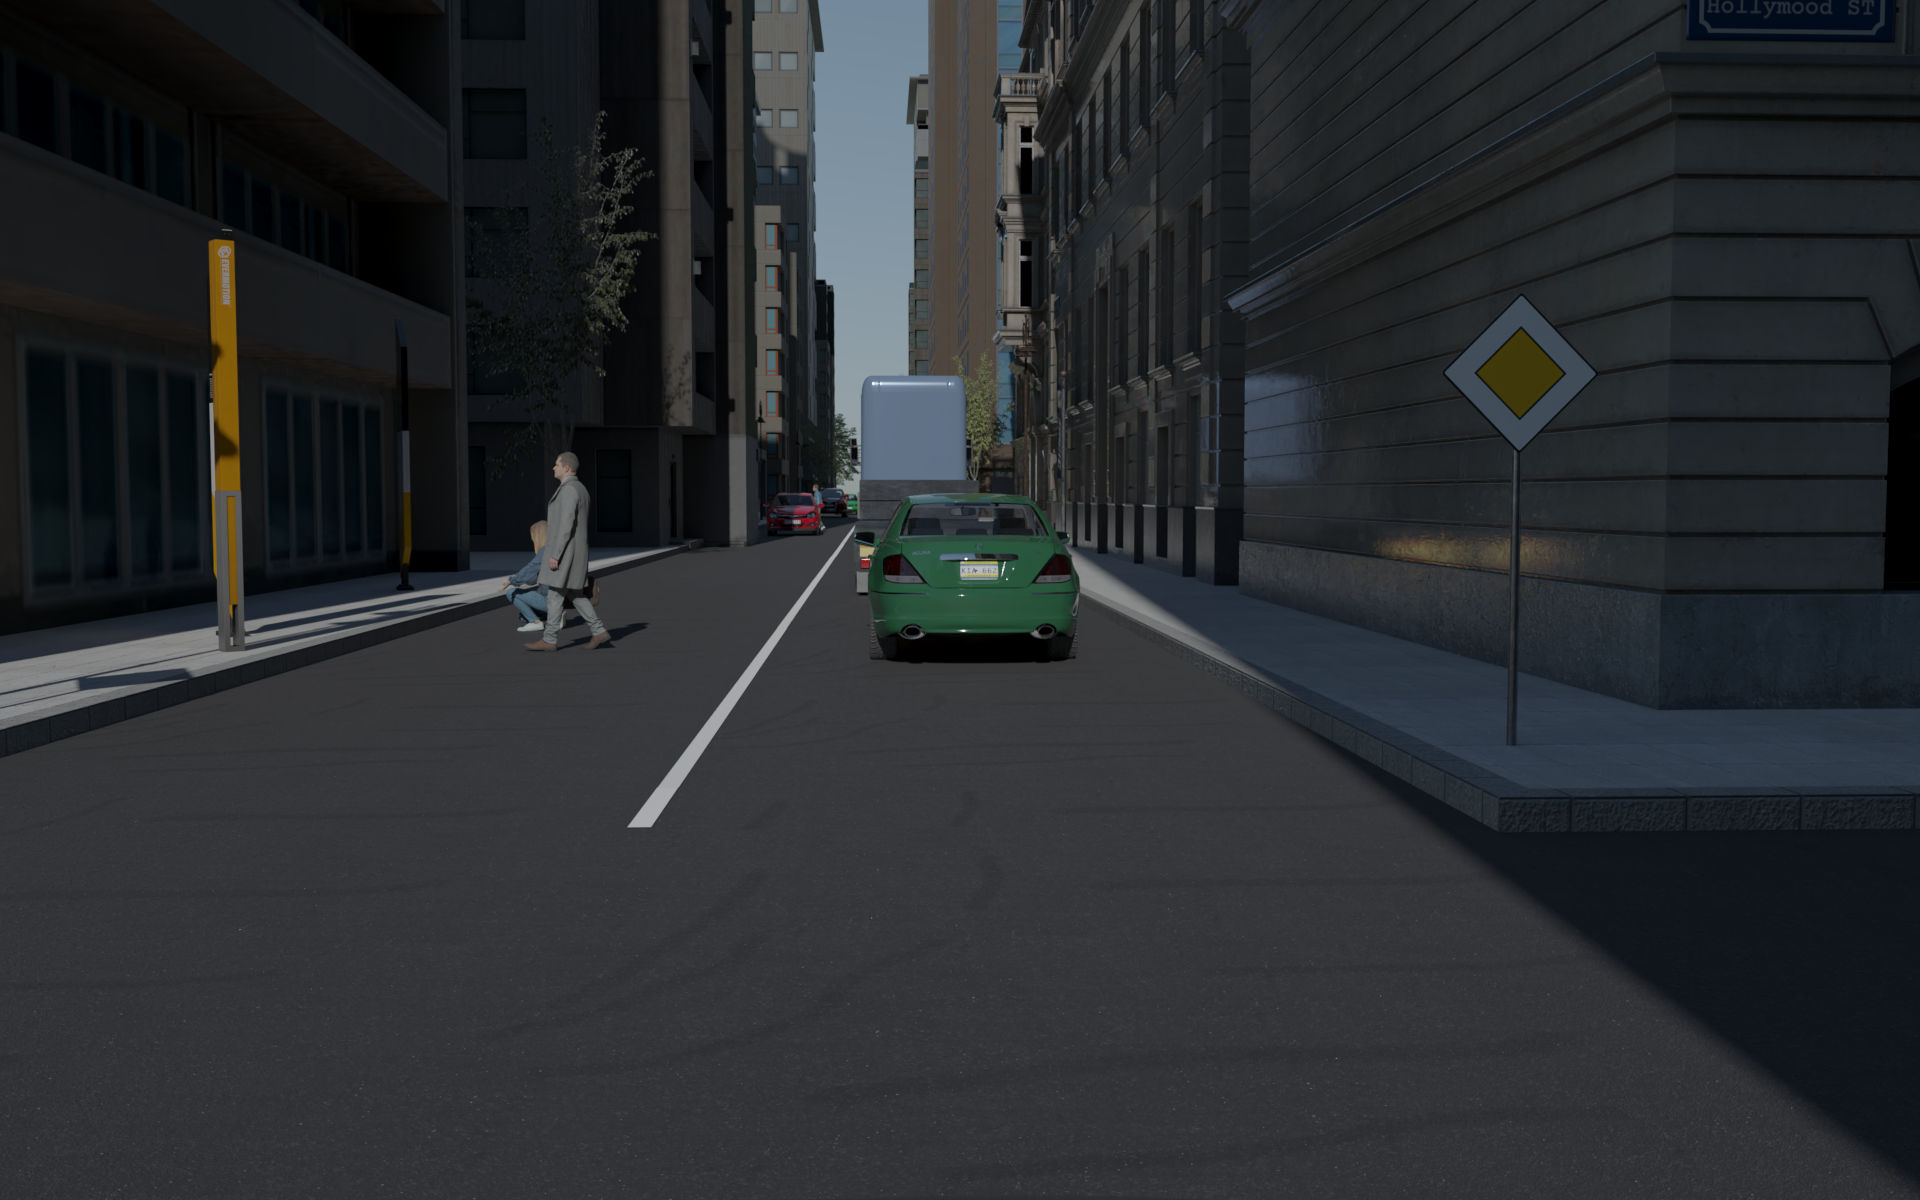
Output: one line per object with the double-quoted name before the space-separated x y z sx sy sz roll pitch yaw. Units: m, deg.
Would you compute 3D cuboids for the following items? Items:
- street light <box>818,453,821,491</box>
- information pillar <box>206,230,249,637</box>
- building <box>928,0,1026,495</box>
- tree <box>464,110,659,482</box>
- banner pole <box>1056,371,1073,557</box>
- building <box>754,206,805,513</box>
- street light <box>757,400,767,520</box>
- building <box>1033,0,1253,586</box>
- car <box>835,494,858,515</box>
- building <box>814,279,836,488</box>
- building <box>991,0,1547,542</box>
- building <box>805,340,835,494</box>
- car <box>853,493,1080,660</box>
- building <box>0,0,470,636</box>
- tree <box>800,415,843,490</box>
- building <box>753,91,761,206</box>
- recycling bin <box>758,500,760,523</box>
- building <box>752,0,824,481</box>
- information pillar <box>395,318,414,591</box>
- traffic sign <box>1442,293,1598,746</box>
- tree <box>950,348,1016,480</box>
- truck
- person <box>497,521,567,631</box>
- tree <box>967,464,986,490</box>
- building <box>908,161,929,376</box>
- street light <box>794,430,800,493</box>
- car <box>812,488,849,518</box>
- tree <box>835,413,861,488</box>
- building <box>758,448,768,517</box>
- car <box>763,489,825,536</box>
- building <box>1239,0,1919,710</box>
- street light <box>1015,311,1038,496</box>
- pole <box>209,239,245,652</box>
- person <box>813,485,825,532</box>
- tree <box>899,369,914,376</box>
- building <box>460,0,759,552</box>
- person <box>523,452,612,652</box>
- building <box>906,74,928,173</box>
"street light" -13.741 -11.968 168.457 0.468 5.910 1.993 0 4 -3
"information pillar" -6.636 -1.484 15.619 0.183 3.616 0.504 -3 5 -41
"building" 5.021 -28.373 114.014 14.600 45.320 14.200 0 4 -3
"tree" -7.766 -5.061 33.111 4.360 8.622 3.978 0 3 0
"banner pole" 2.042 -2.752 35.010 0.401 3.779 0.863 1 4 15
"building" -25.240 -16.687 117.879 27.650 21.520 28.899 0 4 -3
"street light" -9.766 -6.864 85.019 0.468 5.910 1.993 0 4 -3
"building" 8.616 -14.586 35.744 12.463 27.353 25.104 0 4 -3
"car" -7.835 -6.828 120.439 1.959 1.807 4.718 0 4 -5
"building" -23.794 -28.014 229.731 14.160 30.474 14.107 0 4 -3
"building" 8.542 -15.118 66.259 14.460 24.649 34.723 0 4 -3
"building" -29.306 -22.215 208.258 27.650 21.520 28.899 0 4 -3
"car" 0.048 -0.283 16.433 2.131 1.459 4.920 0 4 -3
"building" -18.437 -24.047 16.864 21.300 48.544 21.600 0 4 -3
"tree" -13.144 -12.866 160.719 4.360 8.622 3.978 0 3 0
"building" -29.550 -27.624 143.531 32.217 40.220 23.993 0 4 -3
"recycling bin" -9.321 -3.956 77.235 0.722 1.027 0.722 0 4 2
"building" -28.686 -36.081 179.158 28.713 52.752 27.495 0 4 -3
"information pillar" -7.390 -1.935 22.993 0.183 3.616 0.504 -2 4 -26
"traffic sign" 2.812 -0.314 8.776 0.795 2.450 0.064 0 4 -3
"tree" 0.740 -8.429 88.176 4.737 8.622 4.395 0 3 0
"truck" -0.754 -2.681 33.588 2.967 4.110 18.799 0 4 -3
"person" -4.515 -0.254 18.150 0.738 1.151 1.012 1 4 8
"tree" 0.298 -5.989 92.522 1.663 3.219 1.824 0 3 0
"building" 2.909 -23.325 153.063 14.160 30.474 14.107 0 4 -3
"street light" -11.644 -9.263 124.244 0.468 5.910 1.993 0 4 -3
"car" -7.996 -6.026 107.205 2.281 1.827 5.304 0 4 -2
"tree" -17.427 -19.839 242.487 7.486 12.596 7.792 0 3 0
"building" -21.009 -39.972 91.800 20.563 71.187 20.611 0 4 -3
"car" -5.817 -3.165 60.784 2.155 1.783 4.494 0 4 -4
"building" 20.808 -12.011 15.462 34.723 24.649 14.460 0 4 -3
"street light" 1.660 -4.342 43.784 0.468 5.910 1.993 0 4 -3
"pole" -5.946 -1.235 14.044 0.158 3.312 0.155 0 3 0
"person" -5.251 -3.398 64.395 0.444 1.785 0.601 1 4 16
"tree" -4.359 -15.815 168.940 12.009 13.543 11.850 0 3 0
"building" -12.691 -16.625 43.520 14.160 30.474 14.107 0 4 -3
"person" -3.601 -0.442 15.833 0.767 1.812 0.694 0 3 0
"building" 7.922 -38.302 215.470 28.713 52.752 27.495 0 4 -3
